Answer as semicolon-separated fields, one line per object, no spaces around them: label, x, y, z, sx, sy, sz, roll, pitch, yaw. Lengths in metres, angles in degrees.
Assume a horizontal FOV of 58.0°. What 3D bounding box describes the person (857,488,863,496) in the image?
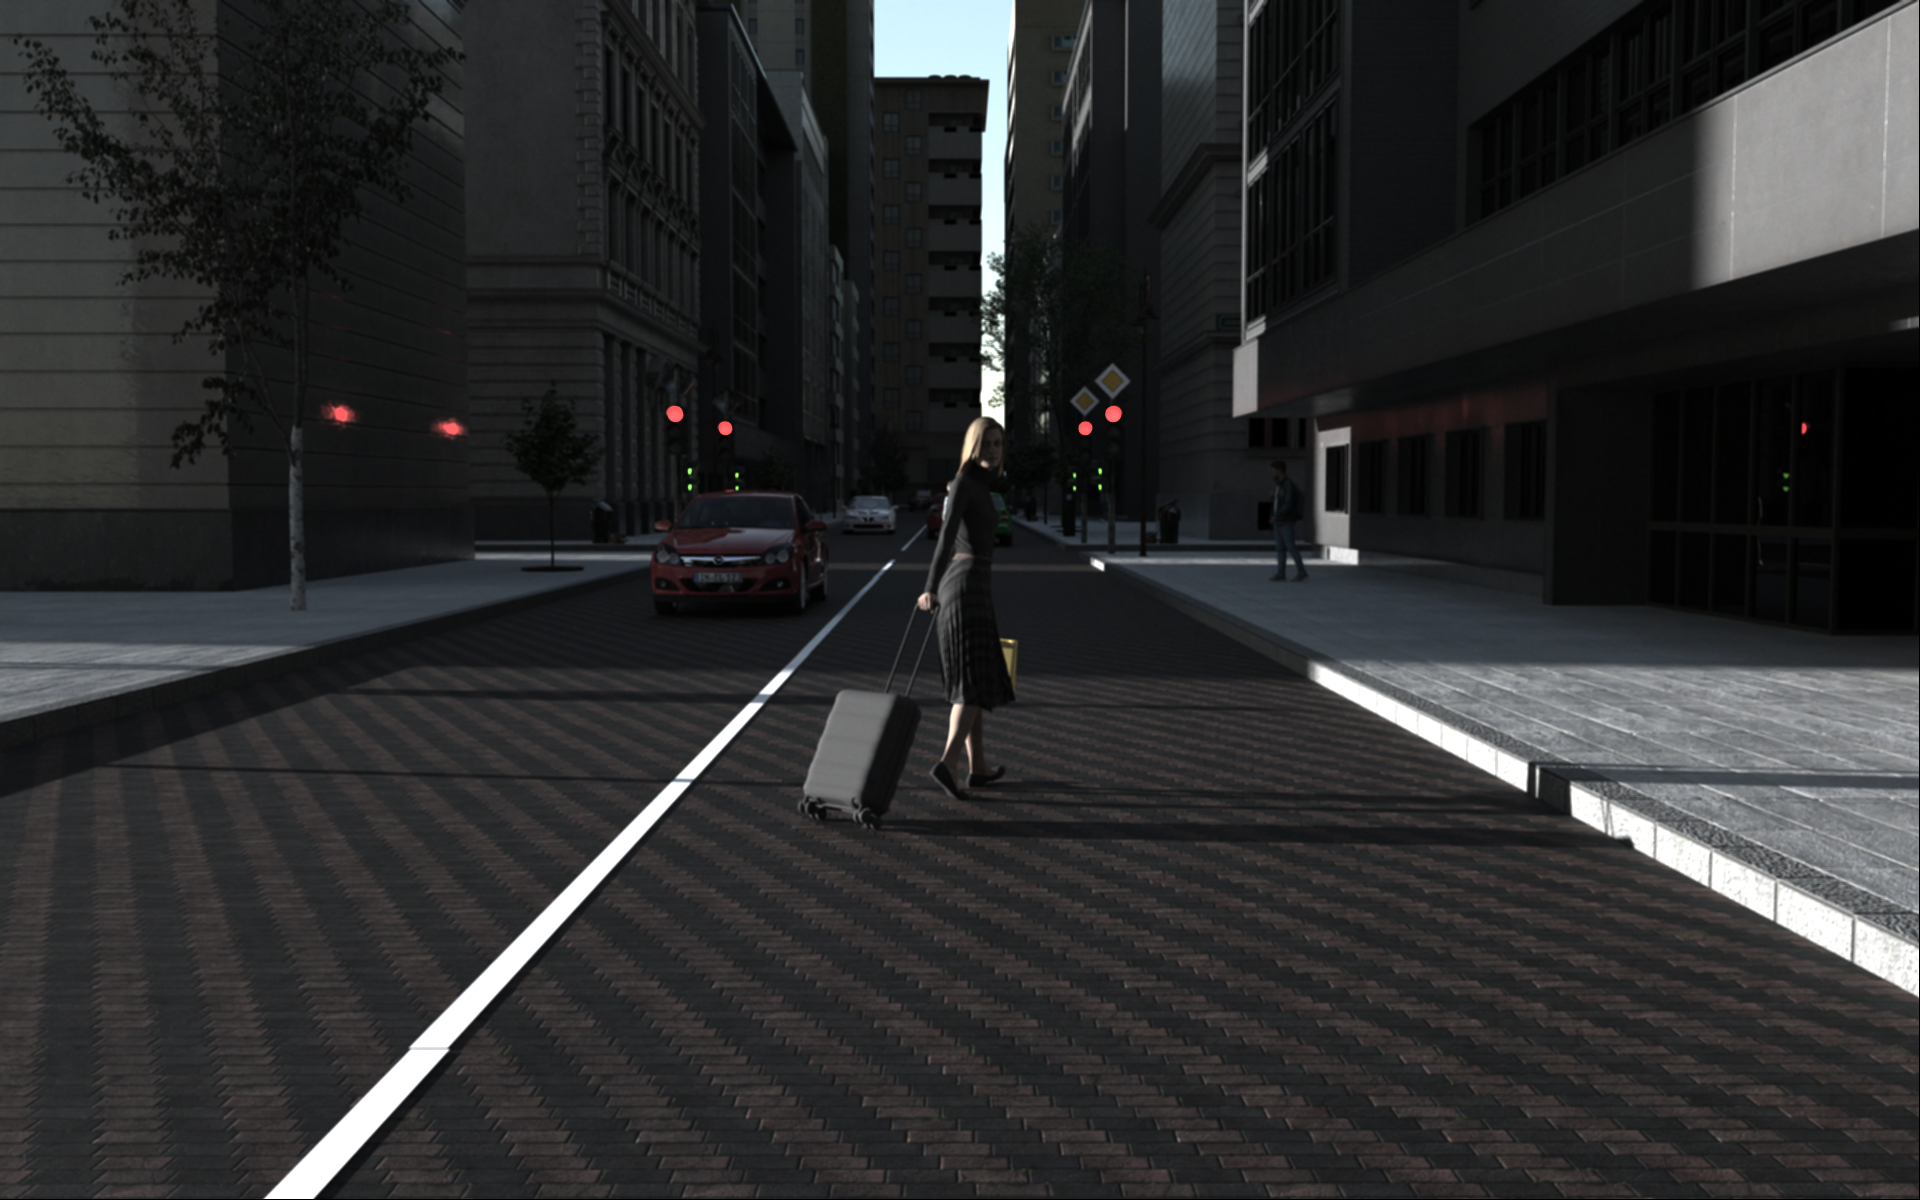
person;-7.721;-7.698;132.461;0.990;1.755;0.434;0;4;7

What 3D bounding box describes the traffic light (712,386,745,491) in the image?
traffic light;-6.040;-3.434;45.072;0.839;4.253;0.868;0;4;0

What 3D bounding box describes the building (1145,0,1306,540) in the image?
building;18.000;-16.264;53.309;23.554;28.519;14.401;0;4;0

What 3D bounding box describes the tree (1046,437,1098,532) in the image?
tree;3.902;-3.935;58.934;1.663;3.219;1.824;0;3;0

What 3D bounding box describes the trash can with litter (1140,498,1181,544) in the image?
trash can with litter;5.144;-2.030;44.580;1.055;1.170;0.624;2;4;26

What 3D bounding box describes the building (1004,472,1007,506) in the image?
building;15.179;-45.539;182.809;20.563;71.187;20.611;0;4;0

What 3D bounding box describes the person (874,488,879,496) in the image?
person;-6.554;-7.970;137.076;0.721;1.735;1.217;1;4;19

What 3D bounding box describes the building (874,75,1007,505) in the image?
building;-8.158;-38.518;219.007;27.495;52.752;28.713;0;4;0

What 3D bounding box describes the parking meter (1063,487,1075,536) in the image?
parking meter;3.324;-2.707;52.665;0.372;1.533;0.369;0;3;0

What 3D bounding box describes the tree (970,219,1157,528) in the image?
tree;3.932;-8.600;66.358;9.928;11.665;9.643;0;3;0

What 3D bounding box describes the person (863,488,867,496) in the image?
person;-7.979;-8.582;146.328;0.705;1.831;1.348;-3;5;-40

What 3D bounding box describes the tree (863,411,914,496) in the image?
tree;-6.730;-12.385;152.857;4.360;8.622;3.978;0;3;0

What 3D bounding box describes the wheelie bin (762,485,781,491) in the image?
wheelie bin;-6.371;-3.103;58.647;0.980;1.594;0.693;1;4;10

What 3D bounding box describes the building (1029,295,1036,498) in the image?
building;19.917;-17.915;137.948;27.650;21.520;28.899;0;4;0

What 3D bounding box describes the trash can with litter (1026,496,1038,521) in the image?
trash can with litter;3.466;-4.298;81.662;0.624;1.170;1.055;-1;4;-14

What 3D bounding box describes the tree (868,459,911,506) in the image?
tree;-6.977;-10.941;162.603;4.285;4.588;4.351;0;3;0

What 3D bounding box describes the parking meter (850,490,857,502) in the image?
parking meter;-6.185;-5.627;100.418;0.372;1.533;0.369;0;3;0

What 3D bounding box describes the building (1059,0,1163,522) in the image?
building;12.986;-18.149;90.241;14.314;27.812;24.014;0;4;0

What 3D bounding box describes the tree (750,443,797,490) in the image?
tree;-7.298;-4.390;66.375;1.663;3.219;1.824;0;3;0

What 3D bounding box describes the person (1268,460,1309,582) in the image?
person;4.759;-1.164;25.428;0.721;1.781;0.623;-1;4;-17

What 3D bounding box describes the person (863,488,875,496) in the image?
person;-6.815;-7.574;130.401;1.217;1.766;0.721;-1;4;-20

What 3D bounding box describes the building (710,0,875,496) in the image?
building;-23.212;-39.177;182.539;28.212;58.520;21.231;0;4;0

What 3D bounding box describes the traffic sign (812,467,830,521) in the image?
traffic sign;-6.558;-4.999;81.729;0.884;2.594;0.081;0;4;5

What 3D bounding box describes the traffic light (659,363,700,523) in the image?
traffic light;-6.022;-2.946;37.087;0.839;4.253;0.868;0;4;0

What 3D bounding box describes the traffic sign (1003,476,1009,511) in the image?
traffic sign;3.306;-7.222;118.187;0.768;2.556;0.104;1;4;9

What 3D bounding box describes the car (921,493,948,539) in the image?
car;-0.185;-2.905;56.534;2.155;1.783;4.494;0;4;-2

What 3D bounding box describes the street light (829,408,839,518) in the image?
street light;-6.661;-7.274;91.709;0.468;5.910;1.993;0;4;0

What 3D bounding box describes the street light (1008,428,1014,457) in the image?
street light;3.490;-8.961;119.307;0.468;5.910;1.993;0;4;0

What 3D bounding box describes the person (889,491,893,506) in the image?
person;-6.658;-9.812;167.136;0.621;1.740;0.551;-2;4;-34

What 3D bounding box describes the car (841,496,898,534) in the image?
car;-3.286;-3.107;63.157;2.083;1.381;4.827;0;4;-1

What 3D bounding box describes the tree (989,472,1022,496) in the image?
tree;3.684;-8.961;141.112;1.663;3.219;1.824;0;3;0

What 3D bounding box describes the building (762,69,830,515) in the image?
building;-14.809;-17.659;106.753;12.078;24.808;19.932;0;4;0

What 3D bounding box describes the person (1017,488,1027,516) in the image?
person;3.685;-5.719;99.664;0.853;1.813;0.709;0;4;-7

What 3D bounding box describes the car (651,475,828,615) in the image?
car;-2.716;-0.789;21.947;2.155;1.783;4.494;0;4;1

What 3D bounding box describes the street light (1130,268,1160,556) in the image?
street light;3.782;-3.842;35.603;0.468;5.910;1.993;0;4;0

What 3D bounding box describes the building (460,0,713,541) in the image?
building;-14.680;-13.898;56.113;11.050;23.489;19.941;0;4;0

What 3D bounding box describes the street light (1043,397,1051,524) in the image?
street light;3.647;-6.167;73.619;0.468;5.910;1.993;0;4;0

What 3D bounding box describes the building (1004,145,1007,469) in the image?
building;12.705;-34.391;212.403;14.200;45.320;14.600;0;4;0

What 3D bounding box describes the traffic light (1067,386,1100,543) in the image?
traffic light;3.221;-3.437;45.109;0.839;4.253;0.868;0;4;0

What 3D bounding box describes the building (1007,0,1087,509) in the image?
building;15.394;-32.950;162.435;21.300;48.544;21.600;0;4;0

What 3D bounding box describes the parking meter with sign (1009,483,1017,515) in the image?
parking meter with sign;3.259;-6.695;105.729;0.543;3.016;1.738;0;4;-7

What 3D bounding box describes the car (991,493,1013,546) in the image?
car;0.536;-2.464;49.080;1.959;1.807;4.718;0;4;-1

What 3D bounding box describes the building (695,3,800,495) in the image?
building;-15.968;-16.022;81.027;14.314;24.678;30.058;0;4;0

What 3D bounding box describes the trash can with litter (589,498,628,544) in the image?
trash can with litter;-9.029;-2.032;44.616;1.055;1.170;0.624;2;4;23

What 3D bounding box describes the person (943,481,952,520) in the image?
person;-0.154;-1.559;34.990;0.512;1.701;0.522;-3;4;-37

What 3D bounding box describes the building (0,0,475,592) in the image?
building;-21.669;-14.092;27.673;25.104;27.353;12.463;0;4;0

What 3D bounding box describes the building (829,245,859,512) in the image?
building;-22.500;-17.722;134.788;27.650;21.520;28.899;0;4;0

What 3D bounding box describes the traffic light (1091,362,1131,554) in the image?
traffic light;3.239;-2.948;37.124;0.839;4.253;0.868;0;4;0

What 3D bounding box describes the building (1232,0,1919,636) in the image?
building;12.550;-12.278;19.806;14.314;24.678;30.058;0;4;0

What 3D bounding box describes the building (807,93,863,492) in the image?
building;-25.443;-28.668;160.607;32.217;40.220;23.993;0;4;0

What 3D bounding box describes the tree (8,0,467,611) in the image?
tree;-7.541;-4.191;18.888;4.360;8.622;3.978;0;3;0

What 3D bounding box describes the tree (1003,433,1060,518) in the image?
tree;3.708;-6.669;92.744;4.285;4.588;4.351;0;3;0

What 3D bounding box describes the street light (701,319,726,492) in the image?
street light;-6.527;-4.479;46.021;0.468;5.910;1.993;0;4;0

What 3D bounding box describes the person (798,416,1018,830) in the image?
person;-0.171;0.041;8.043;0.699;1.804;1.509;3;5;41

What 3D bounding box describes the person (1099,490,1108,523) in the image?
person;6.293;-4.235;75.632;0.444;1.785;0.601;-1;4;-13

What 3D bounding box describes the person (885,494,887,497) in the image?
person;-8.338;-11.482;193.635;0.599;1.838;0.709;1;4;10

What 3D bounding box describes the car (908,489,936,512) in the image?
car;-3.086;-8.049;140.273;2.281;1.827;5.304;0;3;0

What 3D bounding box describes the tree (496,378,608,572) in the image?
tree;-6.715;-2.106;29.030;1.663;3.219;1.824;0;3;0

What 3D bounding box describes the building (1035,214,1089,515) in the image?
building;10.456;-15.700;111.448;10.420;20.320;16.860;0;4;0
